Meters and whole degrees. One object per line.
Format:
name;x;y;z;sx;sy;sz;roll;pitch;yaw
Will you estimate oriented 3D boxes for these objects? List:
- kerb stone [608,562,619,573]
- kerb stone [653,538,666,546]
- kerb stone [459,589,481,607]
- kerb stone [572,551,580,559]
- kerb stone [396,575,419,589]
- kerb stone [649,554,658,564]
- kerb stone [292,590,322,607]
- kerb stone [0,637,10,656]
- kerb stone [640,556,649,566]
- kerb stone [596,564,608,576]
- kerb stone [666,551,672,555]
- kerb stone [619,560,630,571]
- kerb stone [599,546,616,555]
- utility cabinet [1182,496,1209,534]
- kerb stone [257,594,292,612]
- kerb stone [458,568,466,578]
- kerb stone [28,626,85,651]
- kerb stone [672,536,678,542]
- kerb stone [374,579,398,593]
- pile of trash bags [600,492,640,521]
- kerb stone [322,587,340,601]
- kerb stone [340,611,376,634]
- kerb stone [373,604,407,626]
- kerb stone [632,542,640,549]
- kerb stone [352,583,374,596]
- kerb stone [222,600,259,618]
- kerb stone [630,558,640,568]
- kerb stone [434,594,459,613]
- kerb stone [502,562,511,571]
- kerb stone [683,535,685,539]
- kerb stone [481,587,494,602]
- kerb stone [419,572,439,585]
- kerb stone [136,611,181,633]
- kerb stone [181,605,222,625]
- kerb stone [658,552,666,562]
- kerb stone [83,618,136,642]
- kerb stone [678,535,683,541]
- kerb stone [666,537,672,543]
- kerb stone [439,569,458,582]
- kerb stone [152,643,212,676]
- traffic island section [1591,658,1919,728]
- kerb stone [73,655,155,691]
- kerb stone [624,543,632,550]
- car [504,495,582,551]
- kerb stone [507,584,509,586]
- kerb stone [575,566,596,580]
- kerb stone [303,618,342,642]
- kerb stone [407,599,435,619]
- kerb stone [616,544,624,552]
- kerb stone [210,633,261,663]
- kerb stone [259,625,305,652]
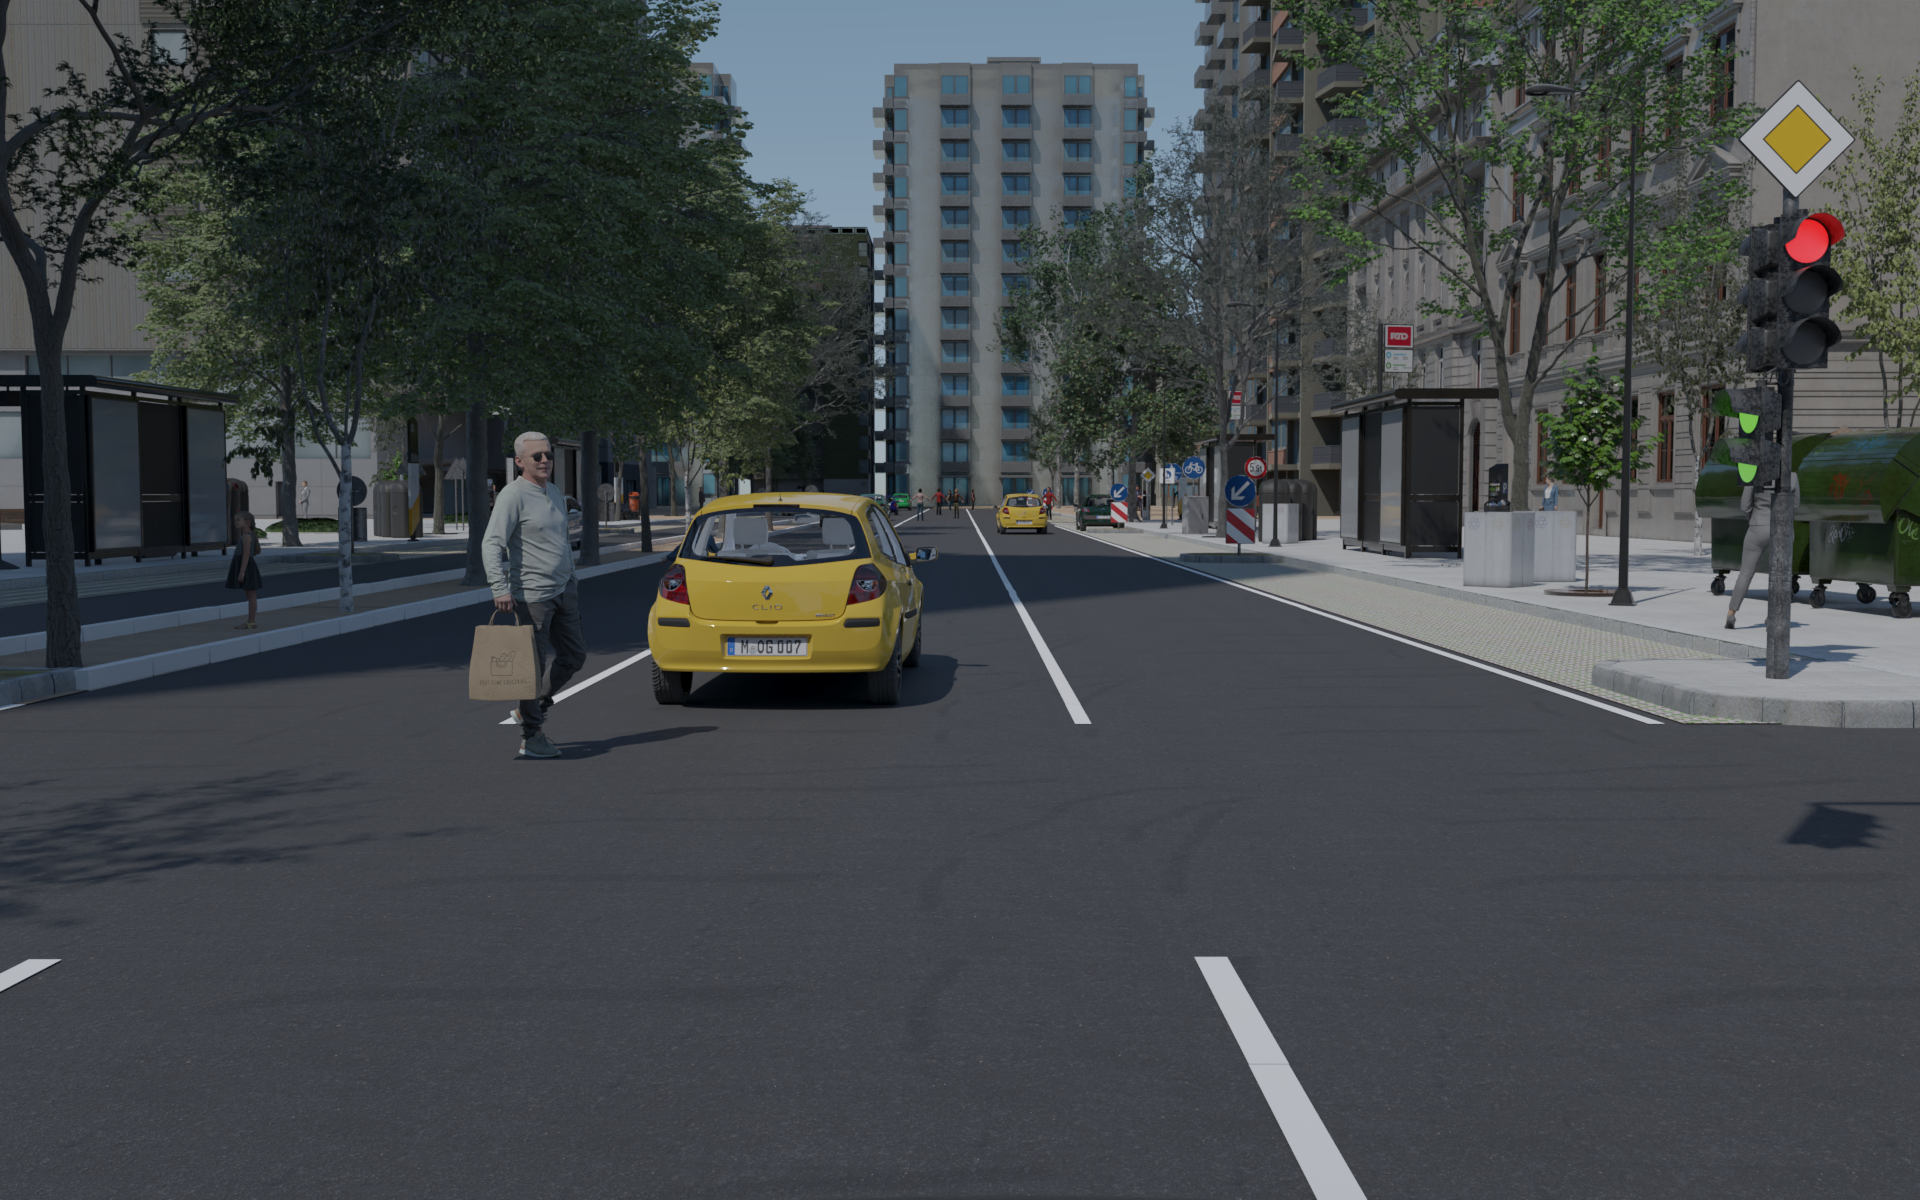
kerb stone;-6.415;-0.574;31.580;0.120;0.150;1.000;0;3;0
kerb stone;-8.525;-1.637;48.986;0.120;0.150;1.000;0;3;0
kerb stone;-6.407;-0.009;22.348;0.120;0.150;1.000;0;3;0
kerb stone;-8.526;-1.012;38.740;0.120;0.150;1.000;0;3;0
kerb stone;-8.507;-0.257;26.416;0.120;0.150;1.000;0;3;0
kerb stone;-6.415;-0.825;35.680;0.120;0.150;1.000;0;3;0
kerb stone;-8.503;-0.007;22.315;0.120;0.150;1.000;0;3;0
kerb stone;-8.498;0.432;15.133;0.120;0.150;1.000;0;3;0
kerb stone;-6.414;-0.757;34.653;0.120;0.150;1.000;0;3;0
kerb stone;-6.415;-0.511;30.554;0.120;0.150;1.000;0;3;0
kerb stone;-6.416;-0.950;37.724;0.120;0.150;1.000;0;3;0
kerb stone;-6.423;-0.637;32.607;0.120;0.150;1.000;0;3;0
kerb stone;-8.524;-1.200;41.819;0.120;0.150;1.000;0;3;0
utility cabinet;7.597;-2.733;55.851;1.020;1.237;0.306;-3;5;-43
kerb stone;-8.495;0.056;21.291;0.120;0.150;1.000;0;3;0
kerb stone;-8.518;-0.447;29.503;0.120;0.150;1.000;0;3;0
kerb stone;-8.502;0.373;16.156;0.120;0.150;1.000;0;3;0
kerb stone;-8.526;-1.762;51.032;0.120;0.150;1.000;0;3;0
kerb stone;-8.504;-0.185;25.385;0.120;0.150;1.000;0;3;0
pile of trash bags;-16.484;-4.585;84.716;1.912;1.369;3.447;-2;4;-35
kerb stone;-8.505;-0.070;23.337;0.120;0.150;1.000;0;3;0
kerb stone;-6.404;0.246;18.236;0.120;0.150;1.000;0;3;0
kerb stone;-6.408;0.179;19.271;0.120;0.150;1.000;0;3;0
kerb stone;-8.522;-1.388;44.890;0.120;0.150;1.000;0;3;0
kerb stone;-8.503;-0.133;24.362;0.120;0.150;1.000;0;3;0
kerb stone;-8.500;0.126;20.269;0.120;0.150;1.000;0;3;0
kerb stone;-6.414;-0.697;33.629;0.120;0.150;1.000;0;3;0
kerb stone;-6.403;0.054;21.320;0.120;0.150;1.000;0;3;0
kerb stone;-8.514;-0.635;32.584;0.120;0.150;1.000;0;3;0
kerb stone;-8.530;-1.890;53.096;0.120;0.150;1.000;0;3;0
kerb stone;-6.406;-0.072;23.380;0.120;0.150;1.000;0;3;0
kerb stone;-8.505;-0.321;27.454;0.120;0.150;1.000;0;3;0
kerb stone;-8.502;0.244;18.204;0.120;0.150;1.000;0;3;0
kerb stone;-8.504;0.181;19.237;0.120;0.150;1.000;0;3;0
kerb stone;-6.423;-0.885;36.702;0.120;0.150;1.000;0;3;0
kerb stone;-8.494;0.307;17.178;0.120;0.150;1.000;0;3;0
kerb stone;-8.535;-1.827;52.066;0.120;0.150;1.000;0;3;0
kerb stone;-8.526;-1.701;50.008;0.120;0.150;1.000;0;3;0
kerb stone;-8.508;-0.384;28.481;0.120;0.150;1.000;0;3;0
kerb stone;-6.403;0.493;14.128;0.120;0.150;1.000;0;3;0
traffic island section;5.710;0.625;12.055;2.009;0.180;2.903;0;3;0
kerb stone;-6.400;0.556;13.098;0.120;0.150;1.000;0;3;0
kerb stone;-8.526;-1.325;43.863;0.120;0.150;1.000;0;3;0
car;-10.853;-2.028;45.161;2.014;1.417;4.499;0;4;-1
kerb stone;-6.404;-0.135;24.406;0.120;0.150;1.000;0;3;0
kerb stone;-6.411;-0.446;29.529;0.120;0.150;1.000;0;3;0
kerb stone;-6.406;0.306;17.213;0.120;0.150;1.000;0;3;0
kerb stone;-6.400;0.116;20.295;0.120;0.150;1.000;0;3;0
kerb stone;-8.523;-1.261;42.841;0.120;0.150;1.000;0;3;0
kerb stone;-6.399;0.431;15.155;0.120;0.150;1.000;0;3;0
kerb stone;-6.400;0.367;16.188;0.120;0.150;1.000;0;3;0
